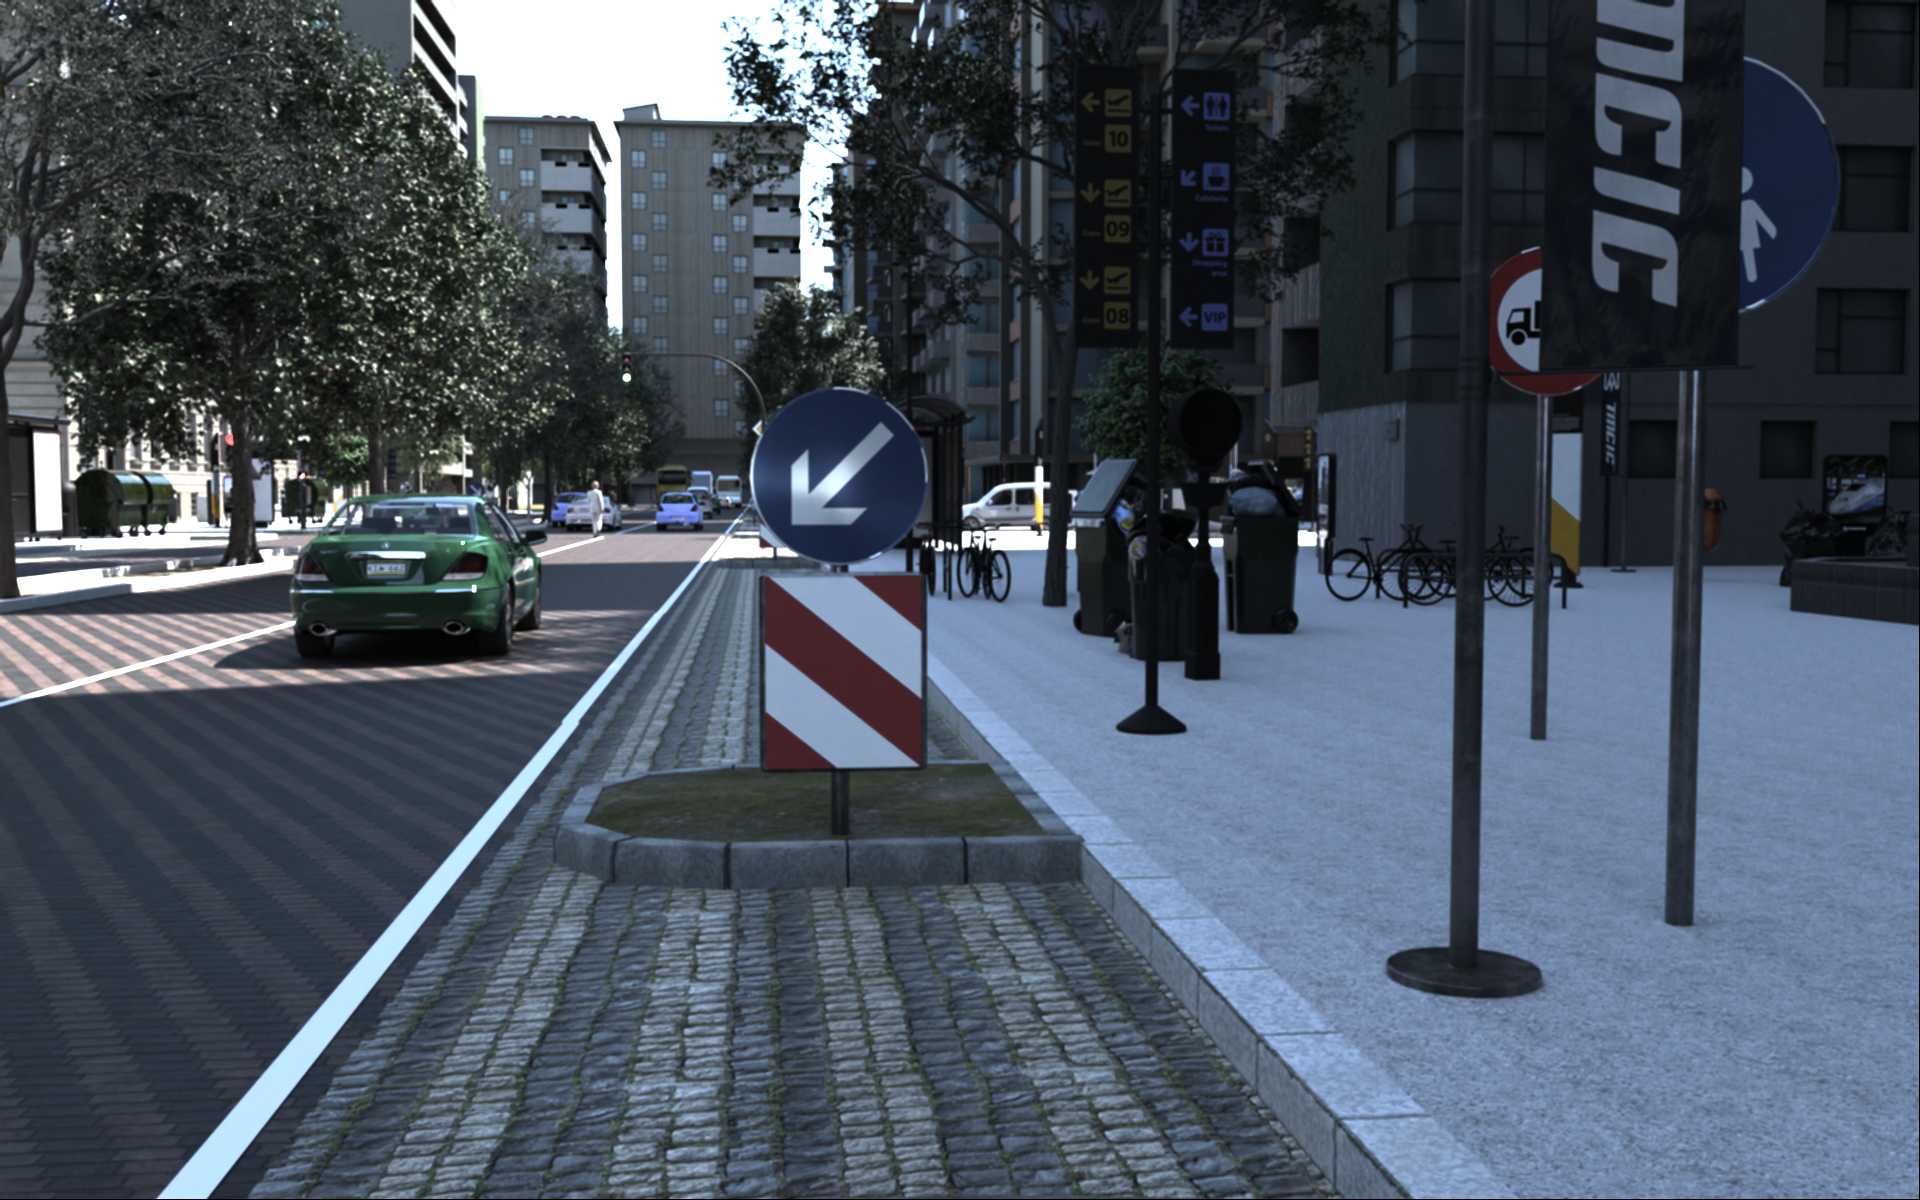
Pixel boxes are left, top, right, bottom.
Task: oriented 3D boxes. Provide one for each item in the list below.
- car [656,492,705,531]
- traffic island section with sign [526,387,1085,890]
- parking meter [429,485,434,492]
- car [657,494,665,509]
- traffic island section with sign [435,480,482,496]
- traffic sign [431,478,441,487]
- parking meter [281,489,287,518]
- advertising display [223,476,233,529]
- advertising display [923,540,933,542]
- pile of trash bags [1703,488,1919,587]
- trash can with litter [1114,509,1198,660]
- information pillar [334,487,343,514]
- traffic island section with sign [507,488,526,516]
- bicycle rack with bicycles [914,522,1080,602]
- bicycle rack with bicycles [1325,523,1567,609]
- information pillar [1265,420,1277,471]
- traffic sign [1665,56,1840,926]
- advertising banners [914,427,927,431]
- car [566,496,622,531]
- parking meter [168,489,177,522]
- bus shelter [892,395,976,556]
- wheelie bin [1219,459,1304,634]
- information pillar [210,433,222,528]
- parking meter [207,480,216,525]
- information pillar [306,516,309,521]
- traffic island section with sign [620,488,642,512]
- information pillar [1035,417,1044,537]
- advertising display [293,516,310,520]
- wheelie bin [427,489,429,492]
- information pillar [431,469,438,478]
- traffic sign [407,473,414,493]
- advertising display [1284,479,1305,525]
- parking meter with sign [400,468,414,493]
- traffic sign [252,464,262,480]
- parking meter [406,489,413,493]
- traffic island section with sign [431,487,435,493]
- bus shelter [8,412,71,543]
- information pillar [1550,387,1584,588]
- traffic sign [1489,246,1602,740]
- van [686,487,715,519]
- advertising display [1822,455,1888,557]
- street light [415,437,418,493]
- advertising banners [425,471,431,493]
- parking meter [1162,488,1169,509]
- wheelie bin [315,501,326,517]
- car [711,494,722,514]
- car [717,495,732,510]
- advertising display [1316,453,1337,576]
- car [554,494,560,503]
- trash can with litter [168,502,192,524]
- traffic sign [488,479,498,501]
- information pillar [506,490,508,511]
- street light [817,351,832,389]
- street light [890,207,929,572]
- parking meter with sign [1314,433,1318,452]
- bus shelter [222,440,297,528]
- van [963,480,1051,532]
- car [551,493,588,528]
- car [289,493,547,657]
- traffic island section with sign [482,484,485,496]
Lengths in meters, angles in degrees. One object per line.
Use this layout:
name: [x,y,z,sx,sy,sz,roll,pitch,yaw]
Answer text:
car: [-11.122,-3.624,68.842,1.945,1.707,3.694,0,4,-6]
traffic island section with sign: [-0.636,0.088,7.196,1.989,1.847,2.006,0,4,-7]
parking meter: [-33.966,-6.461,111.347,0.255,1.863,0.399,-2,4,-35]
car: [-21.423,-7.135,128.447,2.131,1.459,4.920,0,4,-5]
traffic island section with sign: [-16.620,-2.899,55.539,2.006,1.907,1.989,0,4,-7]
traffic sign: [-32.800,-6.507,108.511,0.606,2.300,0.079,0,4,-3]
parking meter: [-36.213,-5.167,92.890,0.372,1.533,0.369,0,3,0]
advertising display: [-26.548,-3.572,63.620,0.974,1.923,0.123,0,4,-1]
advertising display: [-0.866,-2.493,45.979,0.123,1.923,0.974,-2,4,-33]
pile of trash bags: [11.924,-0.900,24.465,3.447,1.369,1.912,3,5,42]
trash can with litter: [1.465,-0.138,13.648,0.624,1.170,1.055,-1,4,-14]
information pillar: [-33.110,-6.166,92.161,0.183,3.616,0.504,3,5,40]
traffic island section with sign: [-29.345,-6.431,113.778,1.989,1.847,2.006,0,4,-7]
bicycle rack with bicycles: [0.595,-0.507,21.675,2.852,0.926,2.925,0,4,-1]
bicycle rack with bicycles: [5.808,-0.434,20.483,2.925,0.926,2.852,0,4,5]
information pillar: [9.791,-3.872,54.668,0.183,3.616,0.504,-2,4,-31]
traffic sign: [2.151,-0.305,5.101,0.768,2.556,0.104,0,4,2]
advertising banners: [-1.820,-2.873,43.153,2.074,3.025,0.090,-1,4,-14]
car: [-14.413,-3.417,68.229,2.083,1.381,4.827,0,4,-6]
parking meter: [-35.214,-4.221,77.431,0.372,1.533,0.369,0,3,0]
bus shelter: [-0.982,-2.703,38.114,2.014,3.302,5.546,0,4,-6]
wheelie bin: [2.777,-0.499,16.068,0.693,1.594,0.980,0,4,-5]
information pillar: [-28.284,-4.553,65.804,0.183,3.616,0.504,0,4,4]
parking meter: [-30.750,-4.009,71.258,0.255,1.863,0.399,1,4,15]
information pillar: [-30.902,-5.509,81.420,0.183,3.616,0.504,1,4,17]
traffic island section with sign: [-26.144,-7.914,137.536,2.006,1.907,1.989,0,4,-7]
information pillar: [2.380,-3.720,52.177,0.183,3.616,0.504,1,4,21]
advertising display: [-32.551,-4.915,85.577,0.974,1.923,0.123,1,4,14]
wheelie bin: [-34.838,-6.515,114.424,0.980,1.594,0.693,-1,4,-8]
information pillar: [-39.557,-8.511,130.503,0.504,3.616,0.183,-1,4,-21]
traffic sign: [-32.853,-6.367,104.201,0.768,2.556,0.104,0,4,-4]
advertising display: [14.014,-4.125,72.650,0.974,1.923,0.123,3,5,45]
parking meter with sign: [-34.850,-6.887,108.868,0.543,3.016,1.738,1,4,22]
traffic sign: [-26.543,-3.957,64.706,0.884,2.594,0.081,0,4,-6]
parking meter: [-30.432,-5.340,95.713,0.372,1.533,0.369,0,3,0]
traffic island section with sign: [-26.238,-4.793,86.998,1.989,1.847,2.006,0,4,-7]
bus shelter: [-25.068,-4.013,43.245,2.179,5.291,8.768,0,4,-6]
information pillar: [8.283,-1.978,23.702,0.504,3.616,0.183,3,4,37]
traffic sign: [3.029,-0.544,8.993,0.768,2.556,0.104,0,3,0]
van: [-15.346,-5.779,101.499,2.013,2.044,4.112,-1,4,-9]
advertising display: [14.759,-1.430,28.598,0.974,1.923,0.123,0,4,8]
street light: [-29.333,-7.379,93.435,0.468,5.910,1.993,0,4,-7]
advertising banners: [-33.755,-6.955,109.898,0.090,3.025,2.074,-2,4,-26]
parking meter: [8.663,-3.973,73.370,0.372,1.533,0.369,0,3,0]
wheelie bin: [-35.832,-5.438,96.827,0.980,1.594,0.693,-3,5,-42]
car: [-18.023,-7.035,123.819,1.959,1.807,4.718,0,4,-6]
car: [-22.347,-9.138,161.776,2.083,1.381,4.827,0,4,-6]
advertising display: [5.845,-1.373,27.659,0.123,1.923,0.974,0,4,1]
car: [-28.094,-6.990,123.089,1.959,1.807,4.718,0,4,-5]
trash can with litter: [-34.295,-3.863,74.219,2.233,1.210,1.678,0,4,-2]
traffic sign: [-32.596,-7.333,121.075,0.795,2.450,0.064,0,4,1]
information pillar: [-34.741,-7.819,132.336,0.304,2.012,0.304,-1,4,-19]
street light: [-4.397,-5.100,56.174,0.468,5.910,1.993,0,4,-7]
street light: [-0.763,-3.257,26.037,0.468,5.910,1.993,0,4,-7]
parking meter with sign: [10.834,-3.223,48.965,0.543,3.016,1.738,-2,4,-34]
bus shelter: [-26.972,-4.518,67.787,2.014,3.302,5.546,0,4,-6]
van: [1.591,-3.370,62.108,4.112,2.044,2.013,0,4,-6]
car: [-16.754,-4.033,75.532,1.945,1.707,3.694,0,4,-5]
car: [-5.138,-0.304,16.766,2.131,1.459,4.920,-1,4,-8]
traffic island section with sign: [-17.465,-3.349,62.898,2.006,1.907,1.989,0,4,-7]
